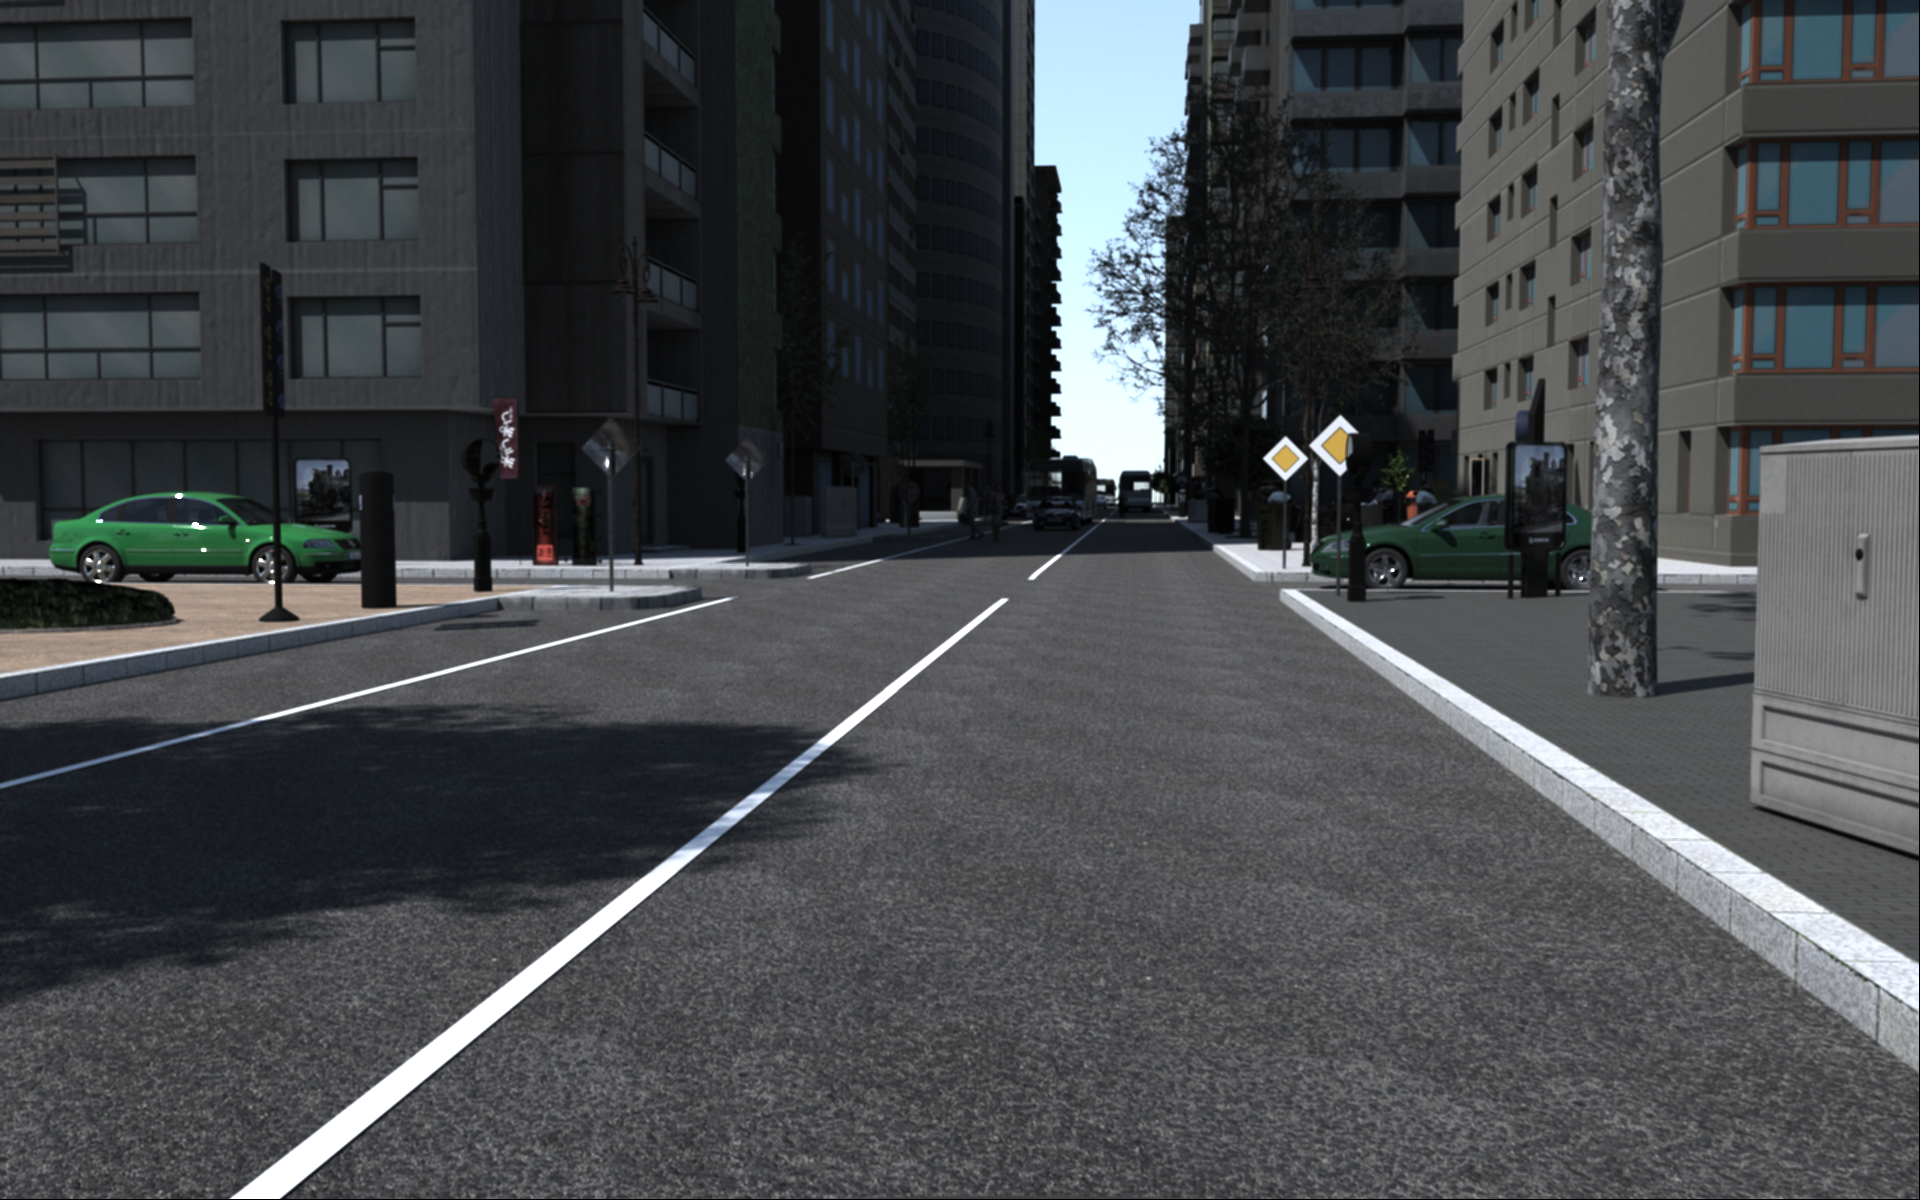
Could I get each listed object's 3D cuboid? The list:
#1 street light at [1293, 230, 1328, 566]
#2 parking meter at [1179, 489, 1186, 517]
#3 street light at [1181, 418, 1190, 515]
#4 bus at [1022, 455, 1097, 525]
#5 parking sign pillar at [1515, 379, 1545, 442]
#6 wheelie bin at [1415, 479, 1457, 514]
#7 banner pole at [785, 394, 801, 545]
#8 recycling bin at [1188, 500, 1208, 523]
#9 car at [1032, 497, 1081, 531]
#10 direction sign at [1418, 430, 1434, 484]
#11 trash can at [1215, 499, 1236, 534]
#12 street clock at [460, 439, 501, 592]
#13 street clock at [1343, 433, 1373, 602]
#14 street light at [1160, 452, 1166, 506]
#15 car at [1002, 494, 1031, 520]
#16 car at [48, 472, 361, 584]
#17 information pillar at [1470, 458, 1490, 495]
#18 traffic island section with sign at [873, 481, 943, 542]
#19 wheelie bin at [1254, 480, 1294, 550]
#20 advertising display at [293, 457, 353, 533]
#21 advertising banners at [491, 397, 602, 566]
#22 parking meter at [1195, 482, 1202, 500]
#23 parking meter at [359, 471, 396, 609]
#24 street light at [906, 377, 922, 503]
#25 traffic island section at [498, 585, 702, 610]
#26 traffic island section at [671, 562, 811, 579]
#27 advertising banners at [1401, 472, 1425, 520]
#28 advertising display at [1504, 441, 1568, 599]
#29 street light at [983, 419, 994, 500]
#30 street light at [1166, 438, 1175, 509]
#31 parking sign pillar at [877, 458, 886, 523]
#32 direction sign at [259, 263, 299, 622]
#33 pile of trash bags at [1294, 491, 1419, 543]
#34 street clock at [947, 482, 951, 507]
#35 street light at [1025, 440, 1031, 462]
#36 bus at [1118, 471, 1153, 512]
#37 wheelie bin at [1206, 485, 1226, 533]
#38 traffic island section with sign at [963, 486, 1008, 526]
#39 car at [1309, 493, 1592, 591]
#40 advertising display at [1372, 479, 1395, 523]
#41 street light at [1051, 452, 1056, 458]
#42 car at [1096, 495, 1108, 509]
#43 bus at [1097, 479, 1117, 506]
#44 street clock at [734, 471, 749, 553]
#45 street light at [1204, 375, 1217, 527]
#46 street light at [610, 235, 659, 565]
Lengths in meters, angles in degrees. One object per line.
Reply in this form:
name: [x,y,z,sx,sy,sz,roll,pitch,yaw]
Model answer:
street light: [6.165,-3.537,30.623,0.468,5.910,1.993,0,4,6]
parking meter: [12.276,-5.329,95.536,0.372,1.533,0.369,0,3,0]
street light: [13.811,-8.190,106.692,0.468,5.910,1.993,0,4,6]
bus: [4.911,-5.340,82.172,2.948,3.499,13.247,0,4,7]
parking sign pillar: [13.163,-3.153,40.022,1.447,3.967,1.447,2,4,27]
wheelie bin: [9.759,-1.689,35.525,0.980,1.594,0.693,-3,4,-38]
banner pole: [-4.221,-3.277,43.590,0.401,3.779,0.863,0,4,-6]
recycling bin: [10.744,-4.007,78.073,0.722,1.027,0.722,-1,4,-22]
car: [3.875,-3.446,68.915,1.945,1.354,3.894,0,4,6]
direction sign: [16.454,-4.232,61.188,0.379,3.537,0.876,-1,4,-20]
trash can: [8.518,-2.689,55.623,0.748,1.137,0.748,0,3,0]
street clock: [-6.284,-1.113,22.761,0.471,2.002,0.358,-2,4,-33]
street clock: [4.743,-0.984,20.656,0.358,2.002,0.471,0,4,2]
street light: [21.316,-12.686,180.208,0.468,5.910,1.993,0,4,6]
car: [3.177,-5.333,96.980,2.009,1.686,4.222,0,4,4]
car: [-11.778,-1.130,27.269,4.718,1.807,1.959,0,4,4]
information pillar: [10.734,-1.915,35.796,0.304,2.012,0.304,3,5,41]
traffic island section with sign: [-1.543,-2.708,52.902,1.989,1.847,2.006,0,4,6]
wheelie bin: [7.184,-1.941,39.638,0.693,1.594,0.980,-3,4,-37]
advertising display: [-11.300,-1.561,30.732,0.974,1.923,0.123,-2,4,-30]
advertising banners: [-7.435,-2.135,31.096,2.074,3.025,0.090,1,4,13]
parking meter: [11.376,-4.709,82.696,0.255,1.863,0.399,1,4,22]
parking meter: [-6.570,-0.681,19.543,0.372,1.533,0.369,0,3,0]
street light: [-1.818,-5.851,68.456,0.468,5.910,1.993,0,4,6]
traffic island section: [-4.606,-0.032,22.799,2.009,0.180,2.903,0,4,6]
traffic island section: [-3.796,-0.518,30.743,2.009,0.180,2.903,0,4,6]
advertising banners: [16.501,-4.074,62.805,0.090,3.025,2.074,-1,4,-10]
advertising display: [7.129,-0.993,21.450,0.974,1.923,0.123,-2,4,-31]
street light: [1.913,-8.223,107.226,0.468,5.910,1.993,0,4,6]
street light: [17.580,-10.447,143.591,0.468,5.910,1.993,0,4,6]
parking sign pillar: [-4.075,-5.496,78.332,1.447,3.967,1.447,1,4,22]
direction sign: [-6.902,-1.557,17.451,0.379,3.537,0.876,-1,4,-10]
pile of trash bags: [10.656,-2.197,45.673,3.447,1.369,1.912,0,4,-5]
street clock: [-0.600,-6.200,105.938,0.358,2.002,0.471,1,4,21]
street light: [5.721,-10.496,144.397,0.468,5.910,1.993,0,4,6]
bus: [14.442,-9.024,142.396,2.948,3.499,13.247,0,4,6]
wheelie bin: [8.517,-3.042,57.648,0.693,1.594,0.980,0,4,7]
traffic island section with sign: [1.201,-4.348,79.718,1.989,1.847,2.006,0,4,6]
car: [7.731,-0.863,25.914,4.920,1.459,2.131,0,4,7]
advertising display: [17.594,-4.079,71.908,0.974,1.923,0.123,3,4,38]
street light: [10.423,-13.281,189.936,0.468,5.910,1.993,0,4,6]
car: [13.250,-9.482,167.392,2.083,1.381,4.827,0,4,4]
bus: [17.002,-12.791,203.990,2.948,3.499,13.247,0,4,5]
street clock: [-4.787,-2.044,37.985,0.358,2.002,0.471,-1,4,-17]
street light: [9.718,-5.778,67.259,0.468,5.910,1.993,0,4,6]
street light: [-5.816,-3.569,31.144,0.468,5.910,1.993,0,4,6]
